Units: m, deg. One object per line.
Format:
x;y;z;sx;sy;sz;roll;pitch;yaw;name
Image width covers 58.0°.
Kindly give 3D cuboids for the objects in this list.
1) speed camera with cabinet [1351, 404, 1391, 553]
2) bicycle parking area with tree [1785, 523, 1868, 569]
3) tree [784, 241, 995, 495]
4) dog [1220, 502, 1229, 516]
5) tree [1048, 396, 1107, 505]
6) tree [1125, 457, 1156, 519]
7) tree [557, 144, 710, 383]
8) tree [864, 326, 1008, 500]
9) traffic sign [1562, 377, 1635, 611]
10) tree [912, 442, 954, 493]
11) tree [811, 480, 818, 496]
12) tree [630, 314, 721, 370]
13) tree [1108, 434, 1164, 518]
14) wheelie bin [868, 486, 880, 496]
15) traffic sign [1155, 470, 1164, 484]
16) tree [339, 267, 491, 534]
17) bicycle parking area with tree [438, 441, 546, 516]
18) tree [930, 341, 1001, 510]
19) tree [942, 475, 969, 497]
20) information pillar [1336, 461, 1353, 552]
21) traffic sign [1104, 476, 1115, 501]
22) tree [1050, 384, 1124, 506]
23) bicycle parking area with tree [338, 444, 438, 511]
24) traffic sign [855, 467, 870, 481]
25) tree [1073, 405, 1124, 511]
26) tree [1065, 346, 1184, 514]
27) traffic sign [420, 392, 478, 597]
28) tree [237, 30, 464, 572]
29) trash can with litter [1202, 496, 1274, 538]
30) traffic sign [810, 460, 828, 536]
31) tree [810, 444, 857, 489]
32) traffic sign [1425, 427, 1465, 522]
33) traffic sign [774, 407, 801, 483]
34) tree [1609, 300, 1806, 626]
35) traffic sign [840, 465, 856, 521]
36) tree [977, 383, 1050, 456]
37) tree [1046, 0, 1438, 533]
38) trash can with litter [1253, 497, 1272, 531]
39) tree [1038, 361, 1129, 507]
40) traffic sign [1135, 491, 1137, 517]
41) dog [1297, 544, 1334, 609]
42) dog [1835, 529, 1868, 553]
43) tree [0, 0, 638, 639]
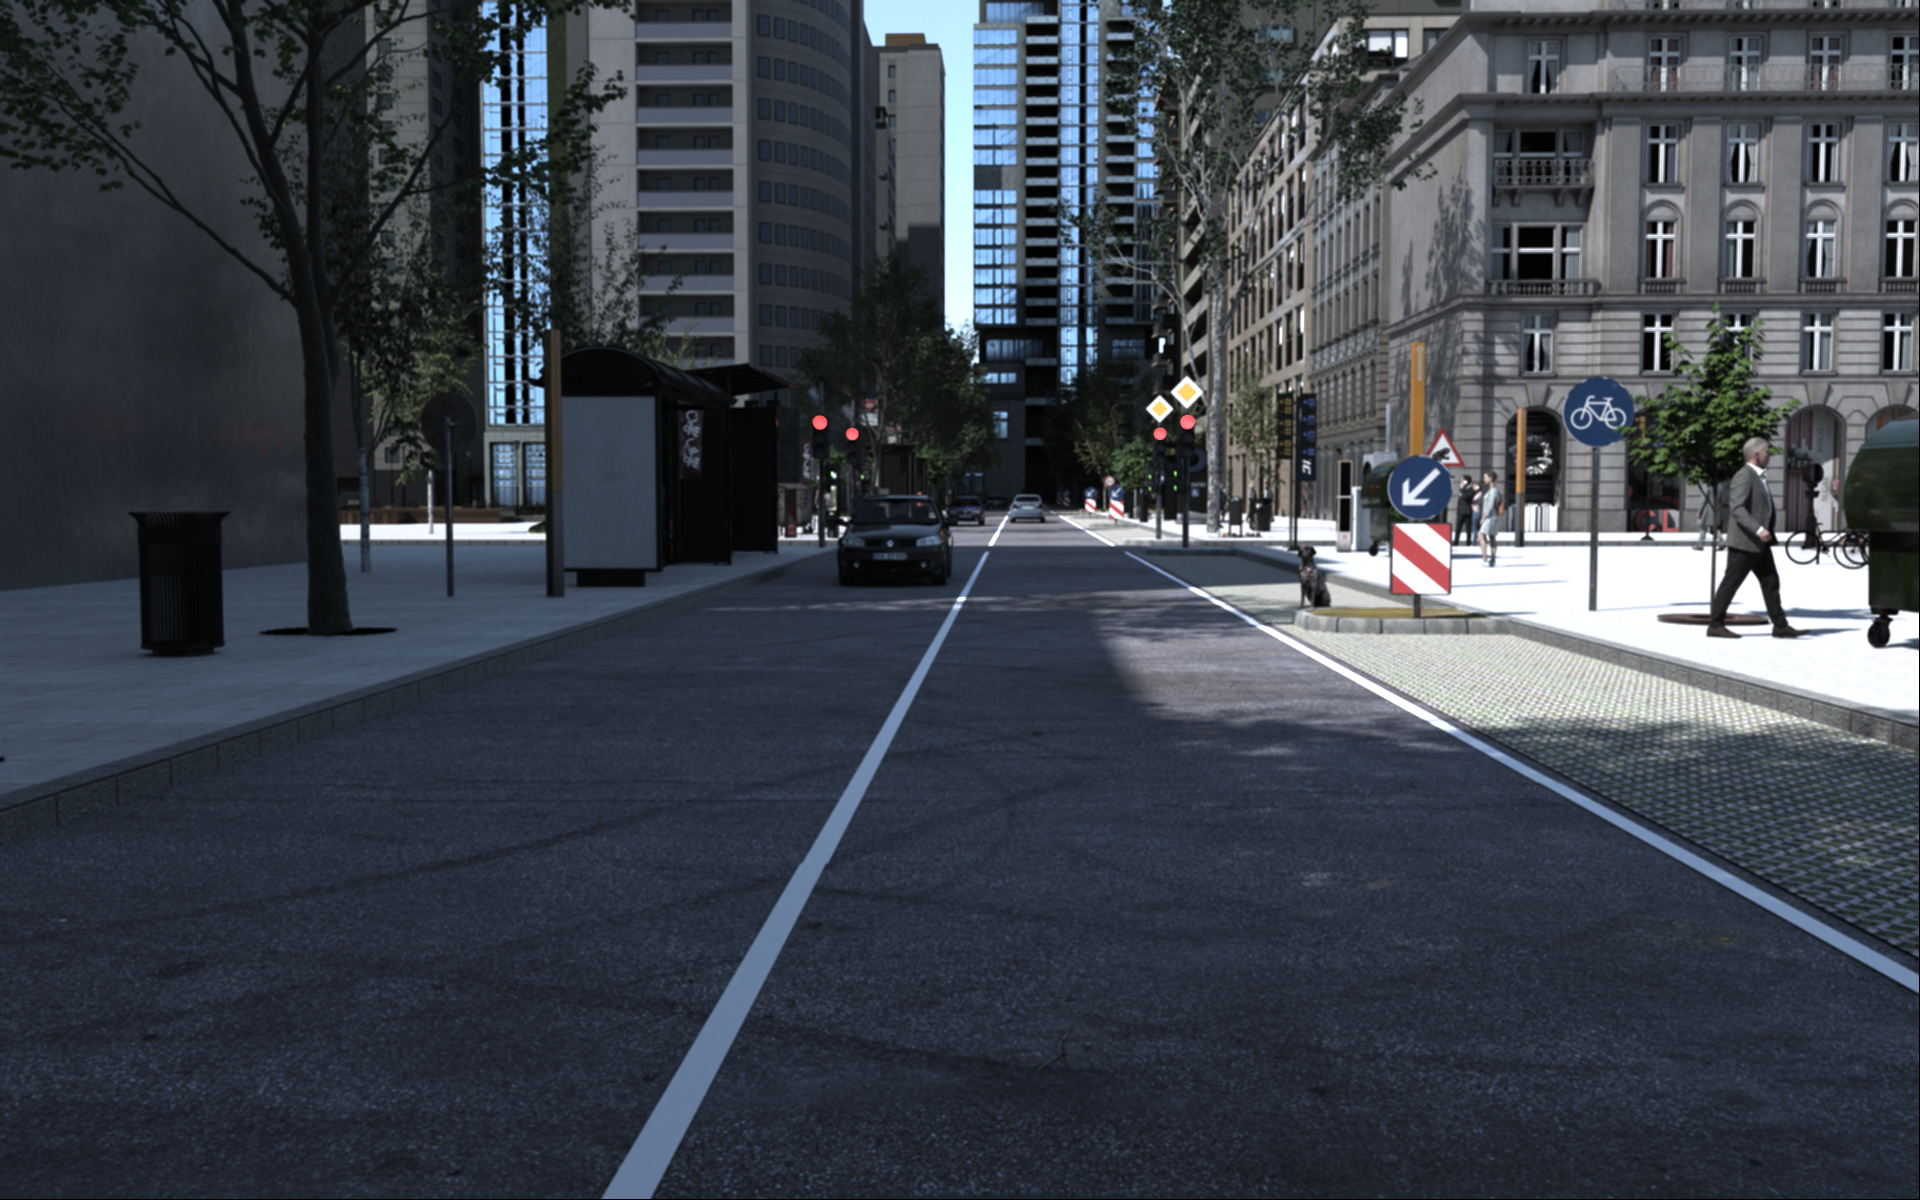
9.129;-2.710;38.648;0.660;3.252;2.038;0;4;-5;speed camera with cabinet
19.006;-2.514;28.111;9.016;4.147;8.231;1;4;10;bicycle parking area with tree
-3.080;-7.934;64.136;7.601;10.594;8.767;3;4;38;tree
15.676;-5.391;102.515;0.513;0.831;0.800;1;4;11;dog
13.843;-17.169;198.838;7.486;12.596;7.792;0;3;0;tree
9.182;-5.731;88.302;1.663;3.219;1.824;0;3;0;tree
-8.035;-5.262;36.399;4.360;8.622;3.978;0;3;0;tree
-1.617;-12.096;114.777;9.611;12.733;9.660;0;3;0;tree
6.952;-1.153;18.950;0.768;2.556;0.104;0;4;5;traffic sign
-2.067;-7.608;108.106;4.285;4.588;4.351;0;3;0;tree
-9.081;-6.989;108.867;1.663;3.219;1.824;0;3;0;tree
-11.690;-7.415;71.596;4.737;8.622;4.395;0;3;0;tree
9.617;-6.756;94.179;4.285;4.588;4.351;0;3;0;tree
-3.601;-3.720;68.730;0.980;1.594;0.693;-1;4;-22;wheelie bin
10.382;-5.523;90.407;0.768;2.556;0.104;0;4;3;traffic sign
-17.277;-6.431;55.512;4.737;8.622;4.395;0;3;0;tree
-21.376;-6.445;92.383;8.231;4.147;9.016;3;4;37;bicycle parking area with tree
-0.836;-12.807;127.521;7.486;12.596;7.792;0;3;0;tree
-0.504;-13.587;172.503;4.360;8.622;3.978;0;3;0;tree
8.468;-2.060;38.179;0.304;2.012;0.304;0;4;4;information pillar
10.377;-7.342;120.151;0.768;2.556;0.104;1;4;9;traffic sign
13.004;-16.968;187.803;12.009;13.543;11.850;0;3;0;tree
-32.489;-6.471;92.796;8.231;4.147;9.016;1;4;12;bicycle parking area with tree
-4.609;-4.979;81.514;0.768;2.556;0.104;0;4;4;traffic sign
10.947;-11.182;133.183;4.737;8.622;4.395;0;3;0;tree
10.312;-10.613;107.938;8.767;10.594;7.601;2;4;28;tree
-6.385;-1.317;21.631;0.768;2.556;0.104;1;4;10;traffic sign
-9.504;-4.755;28.101;4.360;8.622;3.978;0;3;0;tree
8.381;-2.476;51.544;1.678;1.210;2.233;-2;4;-32;trash can with litter
-4.288;-3.086;52.590;0.606;2.300;0.079;0;4;4;traffic sign
-8.417;-7.953;113.740;4.285;4.588;4.351;0;3;0;tree
9.395;-2.068;33.811;0.884;2.594;0.081;0;4;5;traffic sign
-4.866;-2.868;40.770;2.265;3.308;0.079;1;4;8;traffic sign
7.597;-1.394;17.394;1.663;3.219;1.824;0;3;0;tree
-4.860;-4.606;75.409;0.768;2.556;0.104;0;4;2;traffic sign
-1.034;-14.478;147.079;12.009;13.543;11.850;0;3;0;tree
9.202;-12.333;57.526;12.611;20.169;13.585;0;3;0;tree
10.343;-2.949;59.605;0.624;1.170;1.055;-1;4;-8;trash can with litter
11.954;-15.950;167.444;9.857;13.997;8.962;0;3;0;tree
10.011;-6.021;98.449;0.884;2.594;0.081;1;4;12;traffic sign
4.498;-0.281;21.435;0.800;0.831;0.513;0;4;-7;dog
19.633;-1.303;38.131;0.540;0.507;0.406;0;4;-6;dog
-5.928;-5.497;15.630;9.928;11.665;9.643;0;3;0;tree
